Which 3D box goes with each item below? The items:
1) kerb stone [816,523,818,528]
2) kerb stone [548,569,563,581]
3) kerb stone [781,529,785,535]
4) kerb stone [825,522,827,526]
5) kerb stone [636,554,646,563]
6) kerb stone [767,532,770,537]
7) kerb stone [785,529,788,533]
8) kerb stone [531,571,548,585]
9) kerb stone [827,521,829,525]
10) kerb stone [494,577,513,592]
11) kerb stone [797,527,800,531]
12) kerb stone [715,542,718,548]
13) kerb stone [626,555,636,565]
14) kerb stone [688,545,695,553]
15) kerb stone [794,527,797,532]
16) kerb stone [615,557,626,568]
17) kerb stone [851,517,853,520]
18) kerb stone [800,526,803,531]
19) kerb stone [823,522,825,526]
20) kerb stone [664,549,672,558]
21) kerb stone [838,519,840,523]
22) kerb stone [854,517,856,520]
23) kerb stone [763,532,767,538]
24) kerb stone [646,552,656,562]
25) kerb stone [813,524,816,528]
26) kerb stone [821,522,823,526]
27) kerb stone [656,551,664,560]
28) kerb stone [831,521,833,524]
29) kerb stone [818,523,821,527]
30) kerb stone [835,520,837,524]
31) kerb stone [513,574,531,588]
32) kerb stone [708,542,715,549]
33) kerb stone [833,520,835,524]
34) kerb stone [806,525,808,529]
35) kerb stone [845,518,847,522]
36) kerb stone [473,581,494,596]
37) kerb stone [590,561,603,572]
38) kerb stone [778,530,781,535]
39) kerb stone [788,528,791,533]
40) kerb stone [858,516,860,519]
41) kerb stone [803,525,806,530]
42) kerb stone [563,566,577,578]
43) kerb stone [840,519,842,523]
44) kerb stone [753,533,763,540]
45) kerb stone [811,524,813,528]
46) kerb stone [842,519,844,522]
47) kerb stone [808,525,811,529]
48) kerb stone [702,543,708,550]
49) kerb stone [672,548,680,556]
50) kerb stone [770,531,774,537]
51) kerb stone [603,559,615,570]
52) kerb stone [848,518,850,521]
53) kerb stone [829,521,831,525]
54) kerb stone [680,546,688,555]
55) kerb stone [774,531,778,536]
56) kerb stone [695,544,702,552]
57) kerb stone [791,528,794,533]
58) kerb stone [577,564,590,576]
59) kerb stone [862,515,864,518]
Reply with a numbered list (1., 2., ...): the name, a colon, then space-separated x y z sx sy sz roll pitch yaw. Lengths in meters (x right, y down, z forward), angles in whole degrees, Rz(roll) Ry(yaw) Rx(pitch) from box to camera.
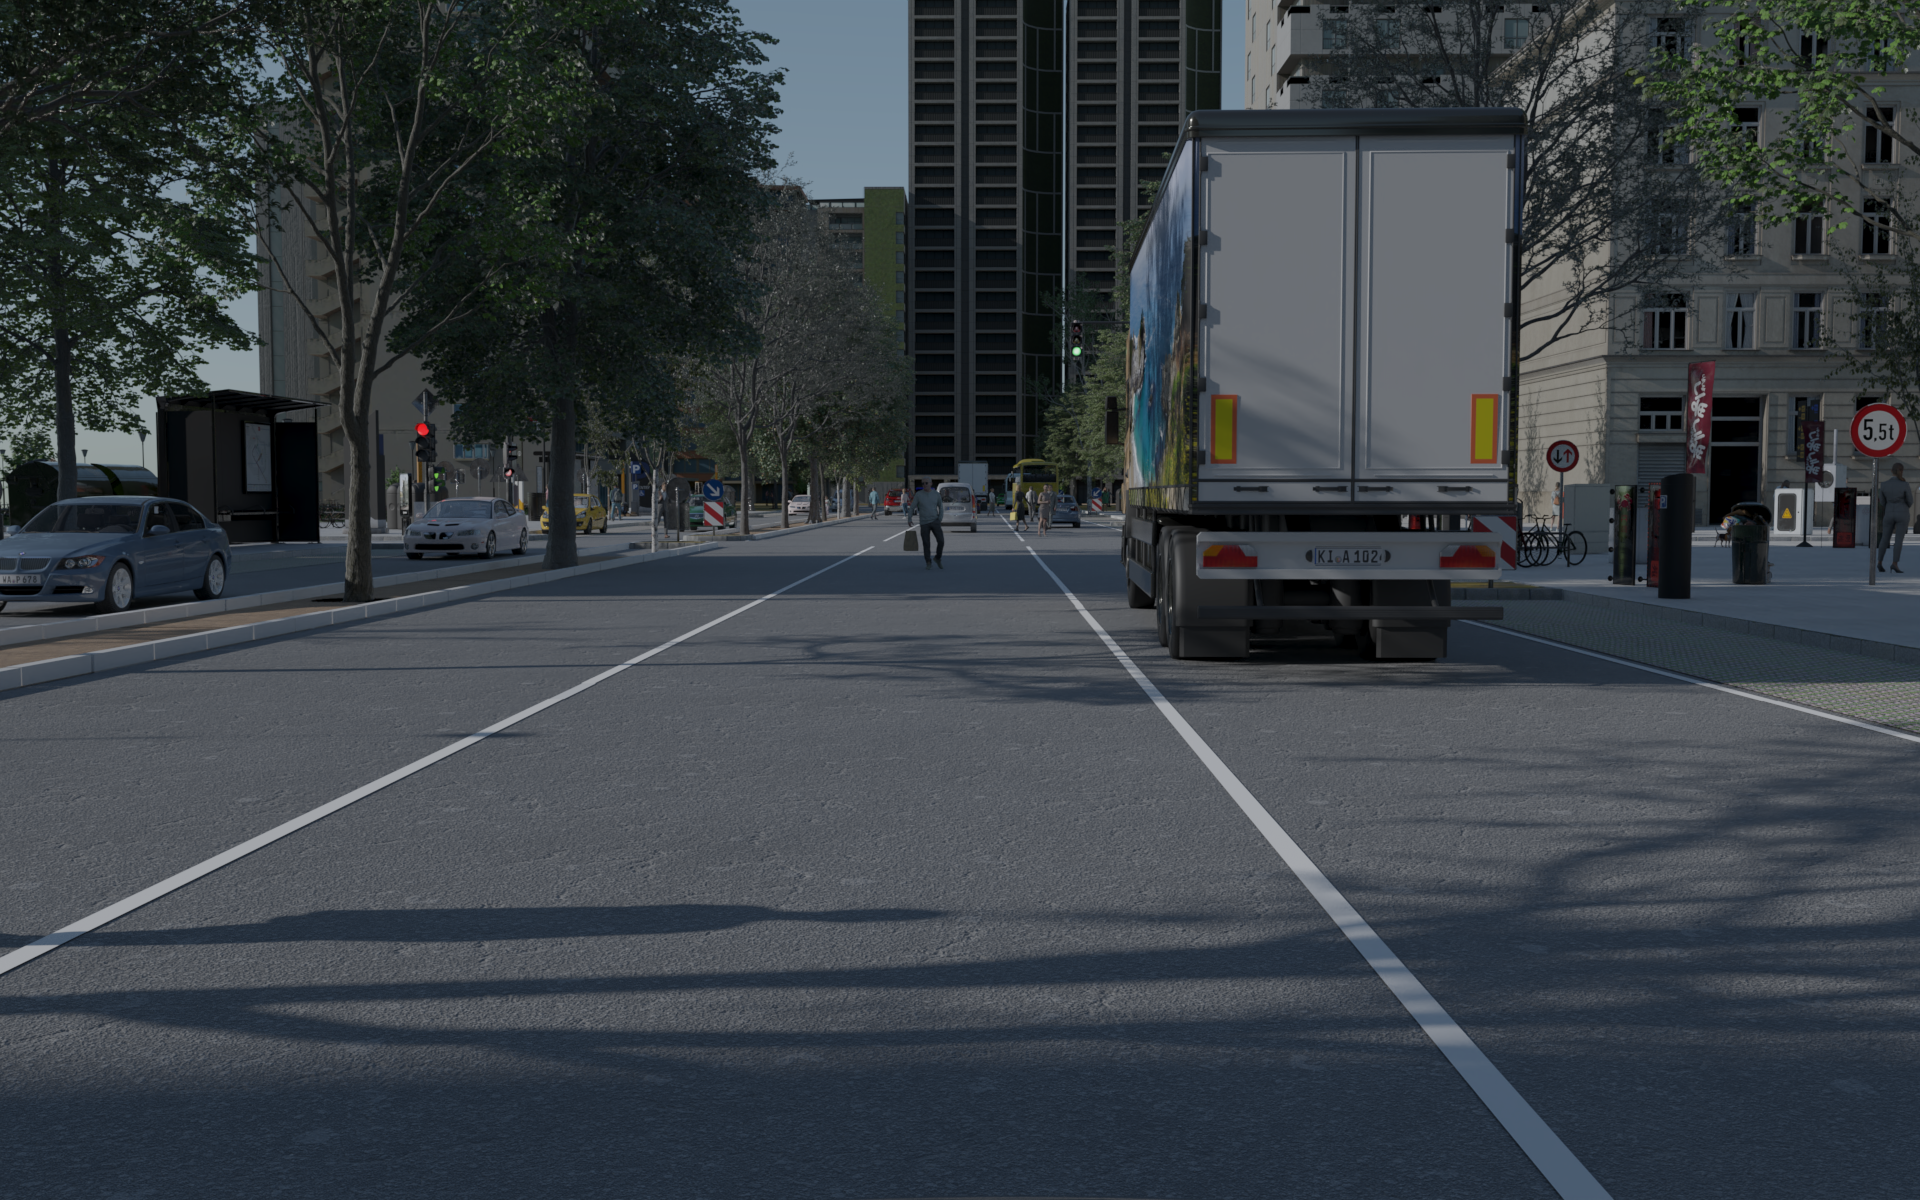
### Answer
1. kerb stone: -6.222 -3.130 73.378 0.120 0.150 1.000 0 4 1
2. kerb stone: -6.801 -0.398 28.706 0.120 0.150 1.000 0 4 1
3. kerb stone: -6.387 -2.372 61.090 0.120 0.150 1.000 0 4 1
4. kerb stone: -6.180 -3.381 77.472 0.120 0.150 1.000 0 4 1
5. kerb stone: -6.718 -0.837 35.879 0.120 0.150 1.000 0 4 1
6. kerb stone: -6.445 -2.119 56.992 0.120 0.150 1.000 0 4 1
7. kerb stone: -6.374 -2.441 62.112 0.120 0.150 1.000 0 4 1
8. kerb stone: -6.817 -0.336 27.683 0.120 0.150 1.000 0 4 1
9. kerb stone: -6.159 -3.443 78.495 0.120 0.150 1.000 0 4 1
10. kerb stone: -6.854 -0.210 25.635 0.120 0.150 1.000 0 4 1
11. kerb stone: -6.322 -2.692 66.212 0.120 0.150 1.000 0 4 1
12. kerb stone: -6.578 -1.459 46.124 0.120 0.150 1.000 0 4 1
13. kerb stone: -6.732 -0.773 34.852 0.120 0.150 1.000 0 4 1
14. kerb stone: -6.631 -1.213 42.035 0.120 0.150 1.000 0 4 1
15. kerb stone: -6.333 -2.629 65.187 0.120 0.150 1.000 0 4 1
16. kerb stone: -6.740 -0.711 33.826 0.120 0.150 1.000 0 4 1
17. kerb stone: -5.971 -4.320 92.833 0.120 0.150 1.000 0 4 1
18. kerb stone: -6.305 -2.754 67.235 0.120 0.150 1.000 0 4 1
19. kerb stone: -6.190 -3.316 76.450 0.120 0.150 1.000 0 4 1
20. kerb stone: -6.678 -1.025 38.952 0.120 0.150 1.000 0 4 1
21. kerb stone: -6.077 -3.818 84.636 0.120 0.150 1.000 0 4 1
22. kerb stone: -5.945 -4.440 94.889 0.120 0.150 1.000 0 4 1
23. kerb stone: -6.449 -2.064 55.962 0.120 0.150 1.000 0 4 1
24. kerb stone: -6.697 -0.894 36.903 0.120 0.150 1.000 0 4 1
25. kerb stone: -6.244 -3.068 72.356 0.120 0.150 1.000 0 4 1
26. kerb stone: -6.203 -3.255 75.423 0.120 0.150 1.000 0 4 1
27. kerb stone: -6.682 -0.962 37.924 0.120 0.150 1.000 0 4 1
28. kerb stone: -6.133 -3.569 80.544 0.120 0.150 1.000 0 4 1
29. kerb stone: -6.208 -3.193 74.400 0.120 0.150 1.000 0 4 1
30. kerb stone: -6.112 -3.693 82.592 0.120 0.150 1.000 0 4 1
31. kerb stone: -6.835 -0.271 26.658 0.120 0.150 1.000 0 4 1
32. kerb stone: -6.594 -1.395 45.101 0.120 0.150 1.000 0 4 1
33. kerb stone: -6.114 -3.629 81.569 0.120 0.150 1.000 0 4 1
34. kerb stone: -6.278 -2.875 69.280 0.120 0.150 1.000 0 4 1
35. kerb stone: -6.033 -4.067 88.732 0.120 0.150 1.000 0 4 1
36. kerb stone: -6.865 -0.148 24.614 0.120 0.150 1.000 0 4 1
37. kerb stone: -6.774 -0.586 31.779 0.120 0.150 1.000 0 4 1
38. kerb stone: -6.402 -2.316 60.062 0.120 0.150 1.000 0 4 1
39. kerb stone: -6.366 -2.504 63.143 0.120 0.150 1.000 0 4 1
40. kerb stone: -5.908 -4.634 97.965 0.120 0.150 1.000 0 4 1
41. kerb stone: -6.295 -2.812 68.258 0.120 0.150 1.000 0 4 1
42. kerb stone: -6.802 -0.457 29.732 0.120 0.150 1.000 0 4 1
43. kerb stone: -6.077 -3.882 85.658 0.120 0.150 1.000 0 4 1
44. kerb stone: -6.468 -2.003 54.937 0.120 0.150 1.000 0 4 1
45. kerb stone: -6.263 -3.005 71.329 0.120 0.150 1.000 0 4 1
46. kerb stone: -6.050 -3.944 86.687 0.120 0.150 1.000 0 4 1
47. kerb stone: -6.266 -2.942 70.302 0.120 0.150 1.000 0 4 1
48. kerb stone: -6.607 -1.330 44.079 0.120 0.150 1.000 0 4 1
49. kerb stone: -6.660 -1.087 39.974 0.120 0.150 1.000 0 4 1
50. kerb stone: -6.428 -2.191 58.013 0.120 0.150 1.000 0 4 1
51. kerb stone: -6.753 -0.649 32.802 0.120 0.150 1.000 0 4 1
52. kerb stone: -6.007 -4.195 90.789 0.120 0.150 1.000 0 4 1
53. kerb stone: -6.145 -3.506 79.517 0.120 0.150 1.000 0 4 1
54. kerb stone: -6.643 -1.151 41.010 0.120 0.150 1.000 0 4 1
55. kerb stone: -6.408 -2.253 59.039 0.120 0.150 1.000 0 4 1
56. kerb stone: -6.630 -1.275 43.057 0.120 0.150 1.000 0 4 1
57. kerb stone: -6.341 -2.566 64.165 0.120 0.150 1.000 0 4 1
58. kerb stone: -6.783 -0.519 30.754 0.120 0.150 1.000 0 4 1
59. kerb stone: -5.870 -4.817 101.039 0.120 0.150 1.000 0 4 1
